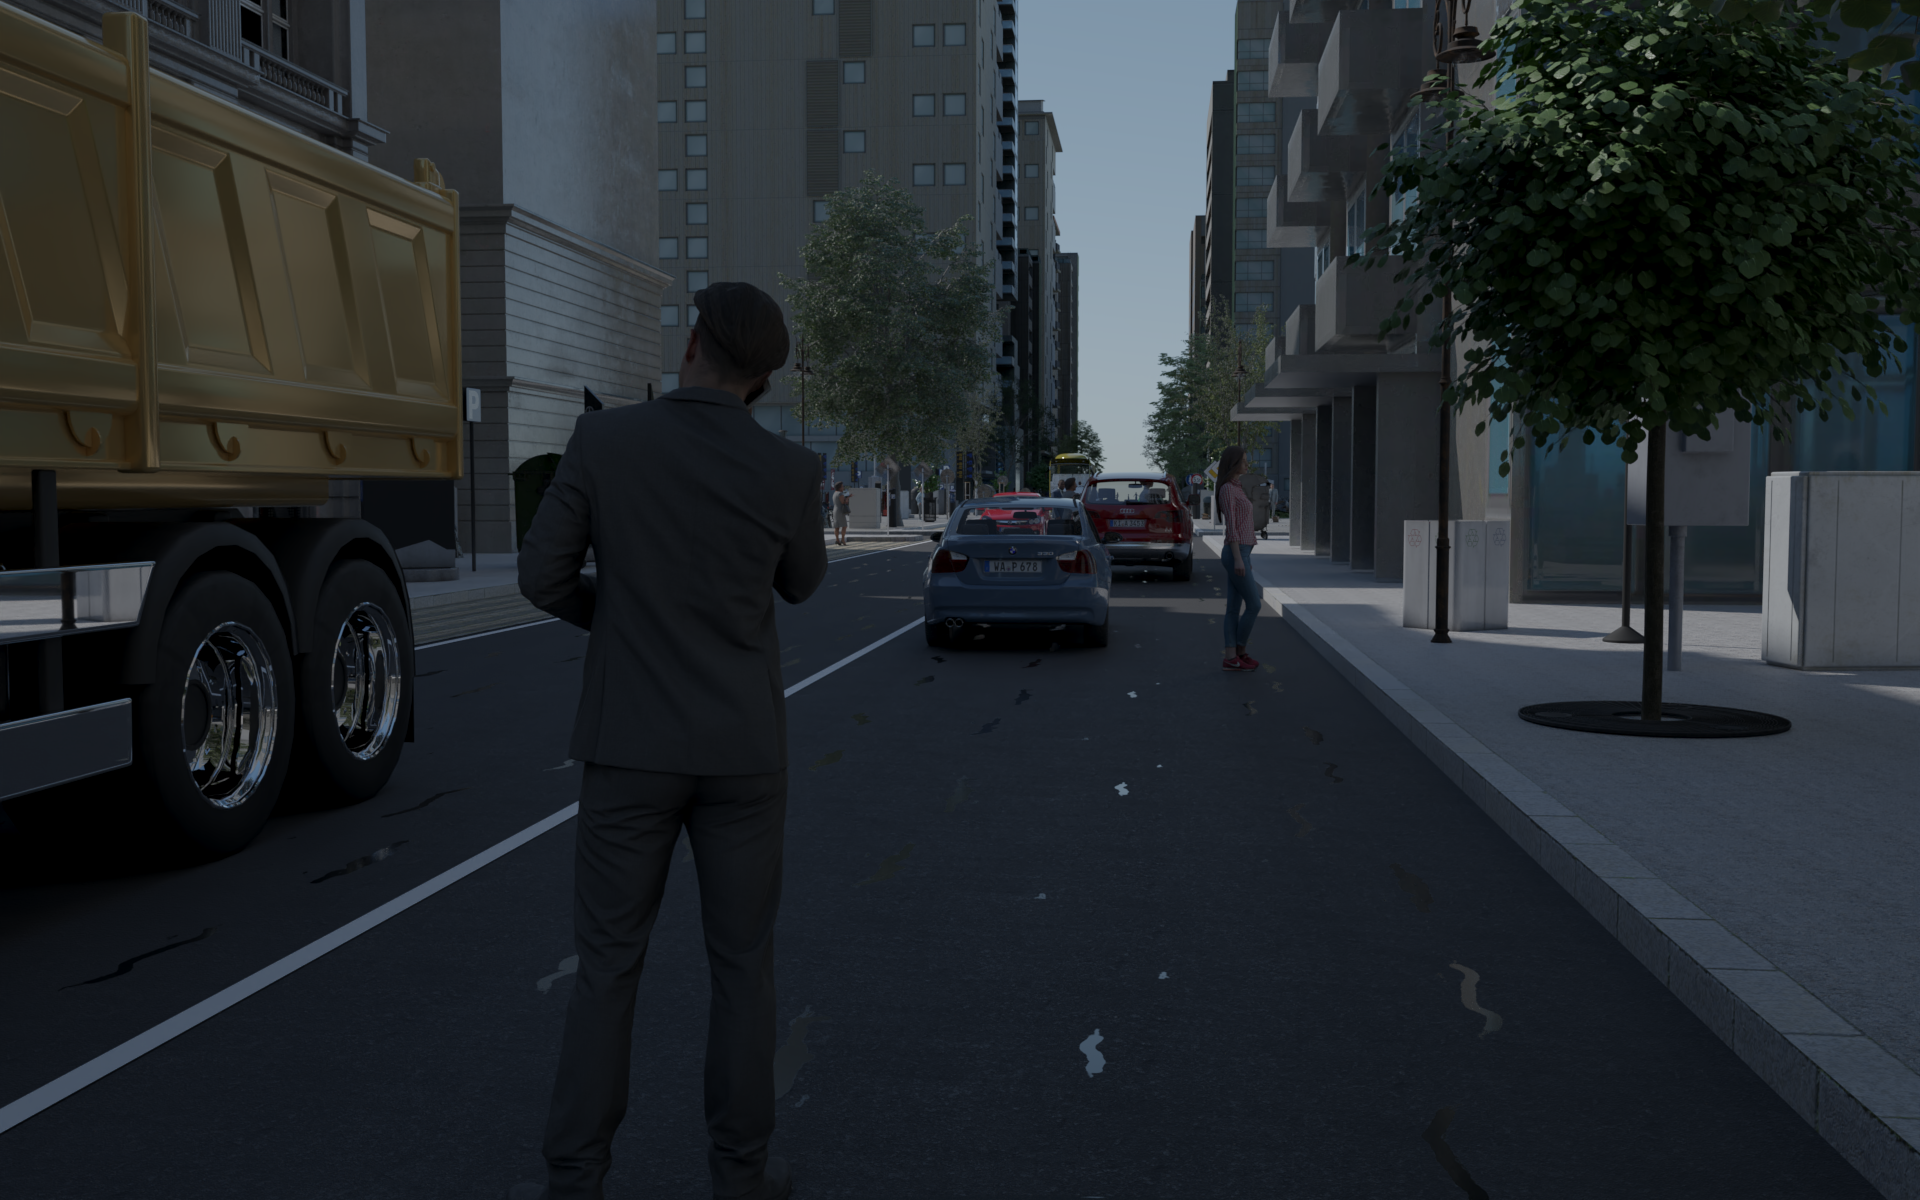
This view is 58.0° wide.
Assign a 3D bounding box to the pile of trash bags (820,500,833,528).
[{"bbox_3d":[-6.488,-3.433,65.876,3.447,1.369,1.912,1,4,17],"label":"pile of trash bags"}]

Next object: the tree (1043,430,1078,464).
[{"bbox_3d":[11.641,-15.119,197.554,4.737,8.622,4.395,0,3,0],"label":"tree"}]

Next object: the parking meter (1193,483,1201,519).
[{"bbox_3d":[12.085,-5.061,88.456,0.255,1.863,0.399,3,5,42],"label":"parking meter"}]

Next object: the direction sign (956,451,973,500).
[{"bbox_3d":[0.237,-6.119,92.035,0.876,3.537,0.379,-1,4,-10],"label":"direction sign"}]

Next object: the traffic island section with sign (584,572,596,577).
[{"bbox_3d":[-4.987,-1.213,28.462,1.989,1.847,2.006,0,4,6],"label":"traffic island section with sign"}]

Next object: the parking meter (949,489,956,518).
[{"bbox_3d":[-0.412,-5.269,94.554,0.372,1.533,0.369,0,3,0],"label":"parking meter"}]

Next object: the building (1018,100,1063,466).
[{"bbox_3d":[-0.968,-39.626,237.118,28.713,52.752,27.495,0,4,6],"label":"building"}]

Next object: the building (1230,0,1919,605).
[{"bbox_3d":[17.355,-25.133,30.540,23.786,49.044,30.456,0,4,6],"label":"building"}]

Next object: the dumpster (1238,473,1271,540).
[{"bbox_3d":[8.203,-2.662,49.281,1.264,1.857,1.865,0,4,6],"label":"dumpster"}]

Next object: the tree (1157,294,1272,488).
[{"bbox_3d":[9.901,-6.895,63.098,4.360,8.622,3.978,0,3,0],"label":"tree"}]

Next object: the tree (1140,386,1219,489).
[{"bbox_3d":[18.631,-12.957,146.260,7.601,10.594,8.767,1,4,13],"label":"tree"}]

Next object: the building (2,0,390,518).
[{"bbox_3d":[-17.748,-10.907,20.131,13.314,21.916,24.055,0,4,6],"label":"building"}]

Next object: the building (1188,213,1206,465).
[{"bbox_3d":[43.181,-37.852,268.994,14.600,45.320,14.200,0,4,6],"label":"building"}]

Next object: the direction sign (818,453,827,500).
[{"bbox_3d":[-7.578,-6.317,95.285,0.379,3.537,0.876,2,4,27],"label":"direction sign"}]

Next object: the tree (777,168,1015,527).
[{"bbox_3d":[-2.588,-9.867,67.988,9.857,13.997,8.962,0,3,0],"label":"tree"}]

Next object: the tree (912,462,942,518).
[{"bbox_3d":[-1.806,-6.092,94.204,1.663,3.219,1.824,0,3,0],"label":"tree"}]

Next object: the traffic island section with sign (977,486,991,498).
[{"bbox_3d":[1.172,-4.569,83.334,1.989,1.847,2.006,0,4,6],"label":"traffic island section with sign"}]

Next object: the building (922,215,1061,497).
[{"bbox_3d":[3.917,-37.339,265.119,22.147,44.769,28.867,0,4,6],"label":"building"}]

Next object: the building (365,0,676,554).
[{"bbox_3d":[-25.740,-13.833,45.247,34.723,24.649,14.460,0,4,6],"label":"building"}]

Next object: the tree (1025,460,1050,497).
[{"bbox_3d":[7.790,-10.964,162.978,4.285,4.588,4.351,0,3,0],"label":"tree"}]

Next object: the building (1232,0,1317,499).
[{"bbox_3d":[30.017,-28.295,146.221,14.154,41.232,14.086,0,4,6],"label":"building"}]

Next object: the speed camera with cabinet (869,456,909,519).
[{"bbox_3d":[-3.635,-5.756,88.445,2.038,3.252,0.660,0,4,-2],"label":"speed camera with cabinet"}]

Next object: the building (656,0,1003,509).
[{"bbox_3d":[-10.588,-34.331,150.550,28.713,52.752,27.495,0,4,6],"label":"building"}]

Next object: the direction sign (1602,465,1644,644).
[{"bbox_3d":[5.772,-1.402,14.915,0.379,3.537,0.876,-1,4,-20],"label":"direction sign"}]

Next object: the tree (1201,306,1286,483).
[{"bbox_3d":[11.392,-7.232,68.613,4.737,8.622,4.395,0,3,0],"label":"tree"}]

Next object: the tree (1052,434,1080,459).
[{"bbox_3d":[12.929,-16.038,212.582,4.360,8.622,3.978,0,3,0],"label":"tree"}]

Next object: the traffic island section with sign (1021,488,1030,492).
[{"bbox_3d":[4.217,-6.229,110.472,1.989,1.847,2.006,0,4,6],"label":"traffic island section with sign"}]

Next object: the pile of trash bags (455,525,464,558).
[{"bbox_3d":[-11.613,-1.517,34.561,3.447,1.369,1.912,1,4,18],"label":"pile of trash bags"}]

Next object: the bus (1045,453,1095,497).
[{"bbox_3d":[7.099,-7.167,108.728,2.896,3.916,12.252,0,4,6],"label":"bus"}]

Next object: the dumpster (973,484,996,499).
[{"bbox_3d":[1.442,-6.032,104.382,1.264,1.857,1.865,0,4,6],"label":"dumpster"}]

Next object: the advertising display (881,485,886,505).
[{"bbox_3d":[-5.694,-7.221,123.274,0.974,1.923,0.123,-3,4,-37],"label":"advertising display"}]

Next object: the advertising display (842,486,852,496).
[{"bbox_3d":[-8.642,-7.704,131.177,0.974,1.923,0.123,2,4,27],"label":"advertising display"}]

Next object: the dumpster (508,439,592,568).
[{"bbox_3d":[-6.910,-1.706,30.382,1.502,2.255,1.985,0,4,6],"label":"dumpster"}]

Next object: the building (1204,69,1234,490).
[{"bbox_3d":[38.532,-34.887,194.102,21.300,48.544,21.600,0,4,6],"label":"building"}]

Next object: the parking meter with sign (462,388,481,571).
[{"bbox_3d":[-8.873,-1.987,28.746,1.738,3.016,0.543,1,4,9],"label":"parking meter with sign"}]

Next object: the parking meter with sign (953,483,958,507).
[{"bbox_3d":[-0.762,-7.600,120.522,0.543,3.016,1.738,-3,5,-39],"label":"parking meter with sign"}]

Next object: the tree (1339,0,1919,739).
[{"bbox_3d":[3.861,-1.591,9.722,4.285,4.588,4.351,0,3,0],"label":"tree"}]

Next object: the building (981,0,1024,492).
[{"bbox_3d":[-4.142,-52.936,178.173,22.319,86.520,31.000,0,4,6],"label":"building"}]

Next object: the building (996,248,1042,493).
[{"bbox_3d":[2.050,-26.314,201.933,14.160,30.474,14.107,0,4,6],"label":"building"}]

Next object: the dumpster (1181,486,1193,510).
[{"bbox_3d":[17.461,-7.729,132.121,1.264,1.857,1.865,0,4,6],"label":"dumpster"}]

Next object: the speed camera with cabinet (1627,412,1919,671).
[{"bbox_3d":[6.015,-1.124,12.718,2.038,3.252,0.660,0,4,-3],"label":"speed camera with cabinet"}]

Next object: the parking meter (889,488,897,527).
[{"bbox_3d":[-2.618,-3.569,66.757,0.372,1.533,0.369,0,3,0],"label":"parking meter"}]

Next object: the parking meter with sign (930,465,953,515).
[{"bbox_3d":[-1.292,-6.718,106.105,0.543,3.016,1.738,-2,4,-33],"label":"parking meter with sign"}]

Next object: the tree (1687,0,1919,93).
[{"bbox_3d":[2.906,-5.087,1.295,7.486,12.596,7.792,0,3,0],"label":"tree"}]

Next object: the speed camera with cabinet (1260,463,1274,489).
[{"bbox_3d":[18.601,-6.969,108.273,2.038,3.252,0.660,-1,4,-22],"label":"speed camera with cabinet"}]

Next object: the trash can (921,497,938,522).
[{"bbox_3d":[-1.382,-4.099,78.671,0.748,1.137,0.748,0,3,0],"label":"trash can"}]

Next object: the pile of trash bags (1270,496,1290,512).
[{"bbox_3d":[24.365,-7.490,132.213,1.912,1.369,3.447,-2,4,-24],"label":"pile of trash bags"}]

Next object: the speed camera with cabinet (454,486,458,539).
[{"bbox_3d":[-11.648,-2.573,36.404,2.038,3.252,0.660,-1,4,-12],"label":"speed camera with cabinet"}]

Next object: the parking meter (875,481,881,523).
[{"bbox_3d":[-3.641,-4.365,77.072,0.255,1.863,0.399,0,4,3],"label":"parking meter"}]

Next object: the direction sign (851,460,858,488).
[{"bbox_3d":[-7.112,-7.622,116.617,0.379,3.537,0.876,2,4,26],"label":"direction sign"}]

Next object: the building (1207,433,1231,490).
[{"bbox_3d":[35.837,-52.242,166.829,22.319,86.520,31.000,0,4,6],"label":"building"}]

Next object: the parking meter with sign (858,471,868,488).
[{"bbox_3d":[-7.253,-8.240,130.987,0.543,3.016,1.738,2,4,27],"label":"parking meter with sign"}]

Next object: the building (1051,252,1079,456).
[{"bbox_3d":[12.235,-36.836,285.867,14.154,41.232,14.086,0,4,6],"label":"building"}]

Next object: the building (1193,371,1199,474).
[{"bbox_3d":[47.544,-24.621,247.588,27.650,21.520,28.899,0,4,6],"label":"building"}]

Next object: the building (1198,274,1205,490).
[{"bbox_3d":[38.343,-27.829,226.711,14.160,30.474,14.107,0,4,6],"label":"building"}]

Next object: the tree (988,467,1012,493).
[{"bbox_3d":[2.931,-7.865,123.196,1.663,3.219,1.824,0,3,0],"label":"tree"}]

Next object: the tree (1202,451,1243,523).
[{"bbox_3d":[11.542,-5.028,76.807,1.663,3.219,1.824,0,3,0],"label":"tree"}]

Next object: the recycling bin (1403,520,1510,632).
[{"bbox_3d":[4.739,-0.245,16.553,0.722,1.027,0.722,-2,4,-31],"label":"recycling bin"}]
